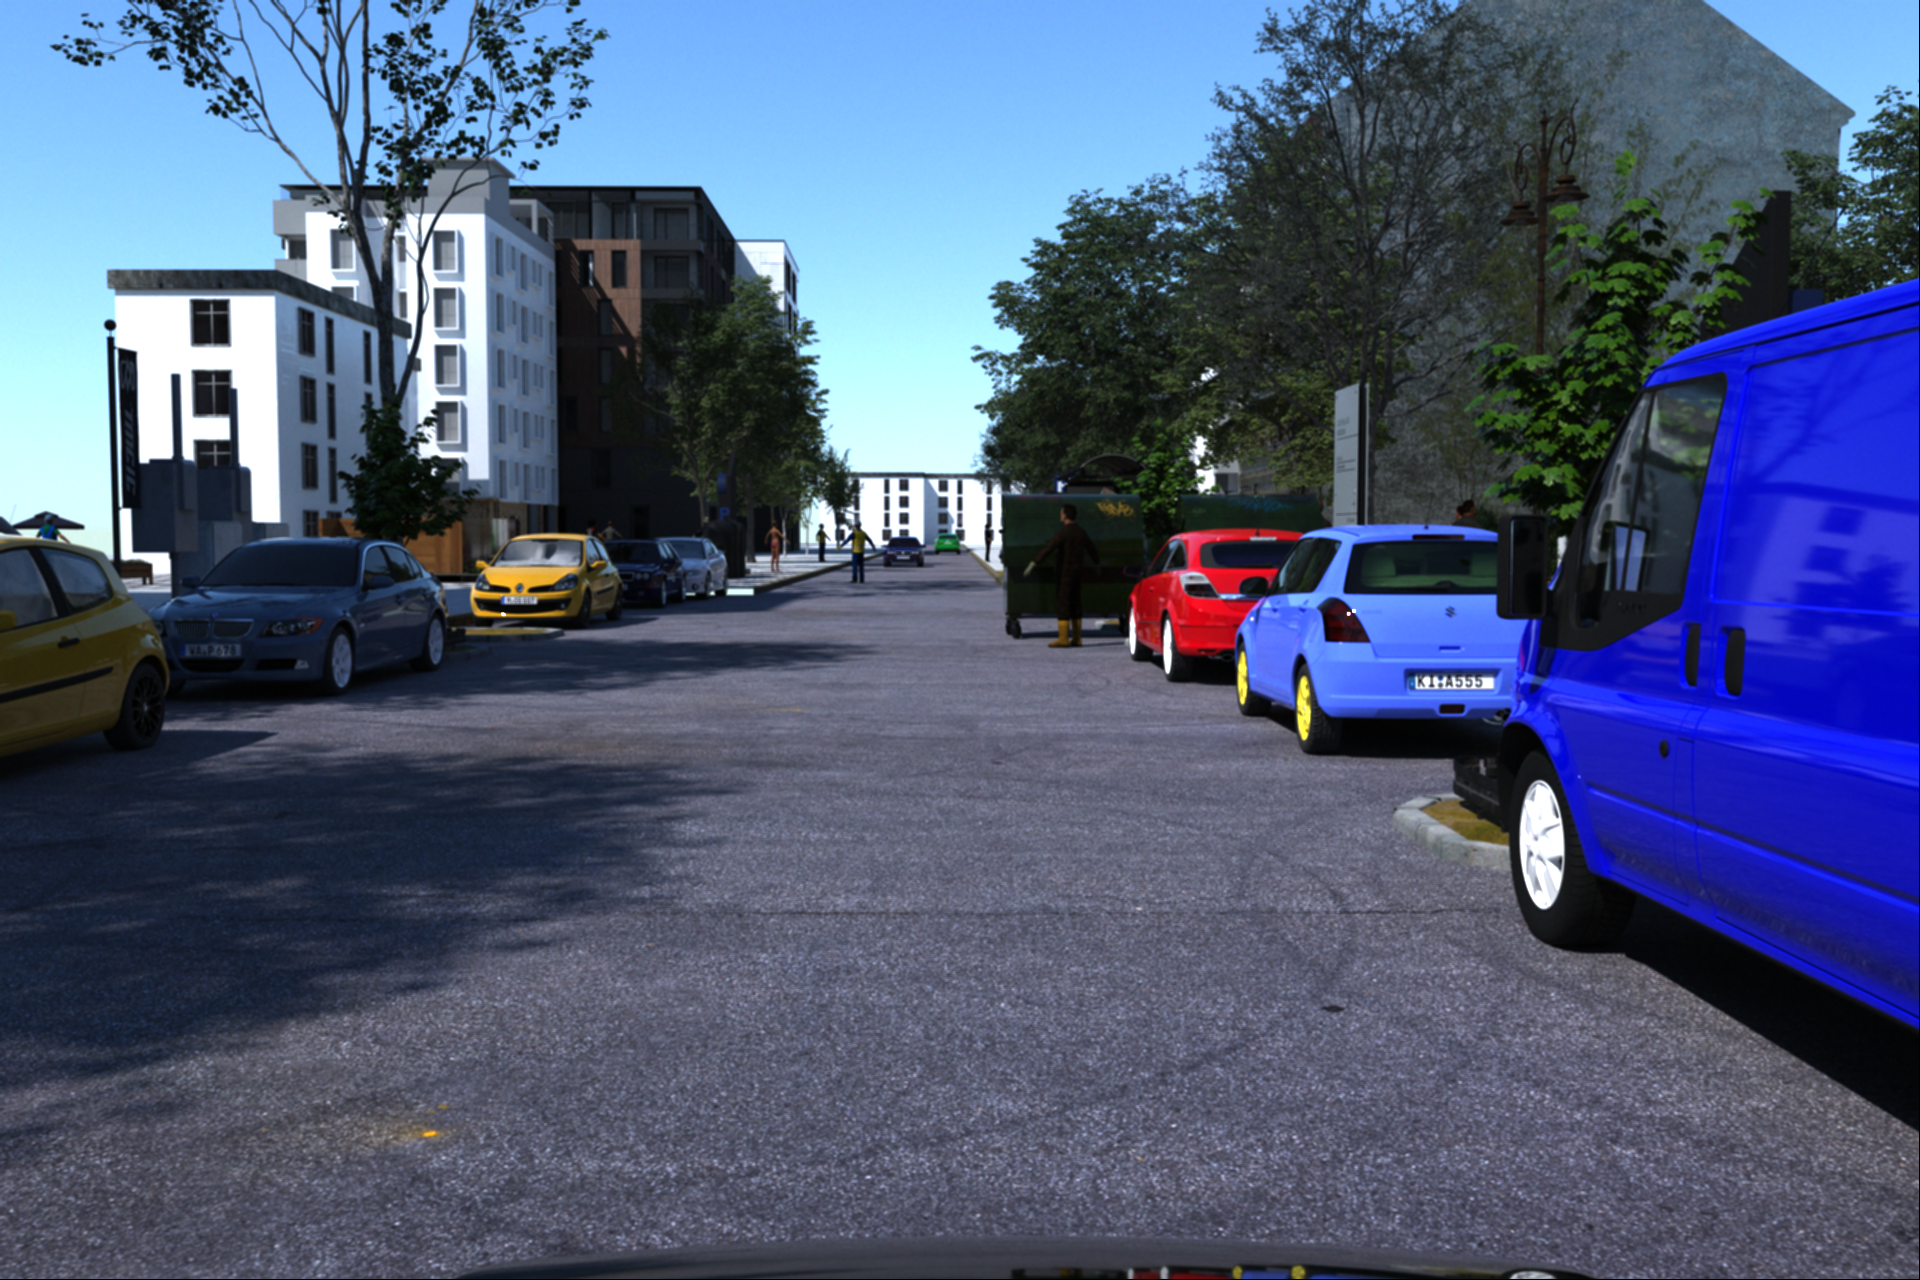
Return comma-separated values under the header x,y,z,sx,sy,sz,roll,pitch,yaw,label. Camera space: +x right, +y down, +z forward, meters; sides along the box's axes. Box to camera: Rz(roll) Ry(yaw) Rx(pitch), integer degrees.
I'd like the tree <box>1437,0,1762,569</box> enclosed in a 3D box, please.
x,y,z,sx,sy,sz,roll,pitch,yaw,label
8.593,-4.544,24.657,4.360,8.622,3.978,0,3,0,tree

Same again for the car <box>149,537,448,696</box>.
x,y,z,sx,sy,sz,roll,pitch,yaw,label
-6.340,-0.297,16.851,2.014,1.417,4.499,0,3,0,car

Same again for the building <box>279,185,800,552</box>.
x,y,z,sx,sy,sz,roll,pitch,yaw,label
-26.070,-16.771,118.182,27.936,21.610,32.646,0,4,-1,building

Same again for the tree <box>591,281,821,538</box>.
x,y,z,sx,sy,sz,roll,pitch,yaw,label
-9.286,-7.881,63.260,8.767,10.594,7.601,0,4,-7,tree

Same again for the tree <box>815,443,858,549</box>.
x,y,z,sx,sy,sz,roll,pitch,yaw,label
-9.941,-11.597,139.973,4.737,8.622,4.395,0,3,0,tree

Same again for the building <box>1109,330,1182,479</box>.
x,y,z,sx,sy,sz,roll,pitch,yaw,label
23.486,-20.320,163.157,19.493,23.208,18.063,0,4,-1,building

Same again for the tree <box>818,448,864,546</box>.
x,y,z,sx,sy,sz,roll,pitch,yaw,label
-10.137,-11.931,145.431,4.737,8.622,4.395,0,3,0,tree

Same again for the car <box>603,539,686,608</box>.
x,y,z,sx,sy,sz,roll,pitch,yaw,label
-6.585,-1.355,34.736,1.945,1.354,3.894,0,4,0,car

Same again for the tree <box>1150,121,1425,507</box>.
x,y,z,sx,sy,sz,roll,pitch,yaw,label
9.256,-7.982,48.631,7.486,12.596,7.792,0,3,0,tree

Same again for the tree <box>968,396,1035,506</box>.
x,y,z,sx,sy,sz,roll,pitch,yaw,label
5.801,-14.329,144.648,12.009,13.543,11.850,0,3,0,tree

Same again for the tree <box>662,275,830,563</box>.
x,y,z,sx,sy,sz,roll,pitch,yaw,label
-9.316,-9.647,75.850,7.486,12.596,7.792,0,3,0,tree

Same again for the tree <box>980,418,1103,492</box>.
x,y,z,sx,sy,sz,roll,pitch,yaw,label
4.963,-10.020,98.246,8.767,10.594,7.601,1,4,17,tree

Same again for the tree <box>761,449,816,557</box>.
x,y,z,sx,sy,sz,roll,pitch,yaw,label
-9.777,-8.948,96.655,4.360,8.622,3.978,0,3,0,tree

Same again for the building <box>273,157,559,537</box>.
x,y,z,sx,sy,sz,roll,pitch,yaw,label
-28.463,-14.181,88.276,16.016,20.090,11.380,0,4,0,building

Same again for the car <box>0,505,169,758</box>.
x,y,z,sx,sy,sz,roll,pitch,yaw,label
-6.242,0.005,10.148,2.015,1.641,3.980,0,4,-1,car

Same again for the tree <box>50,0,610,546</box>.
x,y,z,sx,sy,sz,roll,pitch,yaw,label
-13.096,-10.992,35.616,12.611,20.169,13.585,0,3,0,tree

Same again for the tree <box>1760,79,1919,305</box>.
x,y,z,sx,sy,sz,roll,pitch,yaw,label
26.434,-8.677,48.532,9.857,13.997,8.962,0,3,0,tree

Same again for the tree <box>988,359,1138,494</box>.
x,y,z,sx,sy,sz,roll,pitch,yaw,label
5.689,-9.473,89.292,8.767,10.594,7.601,0,4,1,tree

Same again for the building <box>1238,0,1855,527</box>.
x,y,z,sx,sy,sz,roll,pitch,yaw,label
22.300,-14.702,71.307,19.493,23.208,18.063,0,4,0,building

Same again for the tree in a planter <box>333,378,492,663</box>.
x,y,z,sx,sy,sz,roll,pitch,yaw,label
-6.588,-1.400,20.107,1.991,3.239,1.994,0,4,1,tree in a planter

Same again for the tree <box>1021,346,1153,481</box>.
x,y,z,sx,sy,sz,roll,pitch,yaw,label
6.209,-8.798,78.264,7.601,10.594,8.767,-2,4,-34,tree

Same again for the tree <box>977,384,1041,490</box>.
x,y,z,sx,sy,sz,roll,pitch,yaw,label
6.030,-13.169,125.679,12.009,13.543,11.850,0,3,0,tree

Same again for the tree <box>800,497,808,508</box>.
x,y,z,sx,sy,sz,roll,pitch,yaw,label
-22.082,-17.263,232.610,4.360,8.622,3.978,0,3,0,tree

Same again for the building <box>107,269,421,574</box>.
x,y,z,sx,sy,sz,roll,pitch,yaw,label
-26.391,-7.766,69.122,9.099,9.664,28.070,0,4,-1,building

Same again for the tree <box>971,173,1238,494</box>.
x,y,z,sx,sy,sz,roll,pitch,yaw,label
5.251,-9.490,61.811,9.857,13.997,8.962,0,3,0,tree

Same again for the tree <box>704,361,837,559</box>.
x,y,z,sx,sy,sz,roll,pitch,yaw,label
-9.780,-9.403,88.155,7.601,10.594,8.767,-2,4,-35,tree

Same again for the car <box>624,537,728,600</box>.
x,y,z,sx,sy,sz,roll,pitch,yaw,label
-6.398,-1.645,39.251,2.083,1.381,4.827,0,4,0,car

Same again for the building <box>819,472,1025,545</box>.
x,y,z,sx,sy,sz,roll,pitch,yaw,label
-5.014,-17.810,235.800,28.070,9.664,9.099,0,4,-3,building

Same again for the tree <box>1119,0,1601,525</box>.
x,y,z,sx,sy,sz,roll,pitch,yaw,label
8.553,-7.704,36.325,12.009,13.543,11.850,0,3,0,tree

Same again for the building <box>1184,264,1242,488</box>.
x,y,z,sx,sy,sz,roll,pitch,yaw,label
20.612,-16.032,118.545,16.016,20.090,11.380,0,4,0,building

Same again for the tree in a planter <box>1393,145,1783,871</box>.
x,y,z,sx,sy,sz,roll,pitch,yaw,label
3.112,-0.659,8.004,1.991,3.239,1.994,0,3,0,tree in a planter

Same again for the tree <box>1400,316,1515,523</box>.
x,y,z,sx,sy,sz,roll,pitch,yaw,label
16.681,-6.505,56.725,4.360,8.622,3.978,0,3,0,tree

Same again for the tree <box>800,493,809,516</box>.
x,y,z,sx,sy,sz,roll,pitch,yaw,label
-22.427,-17.576,237.733,4.737,8.622,4.395,0,3,0,tree

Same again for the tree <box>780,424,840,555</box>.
x,y,z,sx,sy,sz,roll,pitch,yaw,label
-9.513,-9.625,107.734,4.737,8.622,4.395,0,3,0,tree

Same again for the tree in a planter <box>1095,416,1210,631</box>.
x,y,z,sx,sy,sz,roll,pitch,yaw,label
3.079,-1.783,26.371,1.991,3.239,1.994,0,4,1,tree in a planter

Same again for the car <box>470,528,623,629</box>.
x,y,z,sx,sy,sz,roll,pitch,yaw,label
-6.489,-1.050,27.395,2.015,1.641,3.980,0,4,0,car
